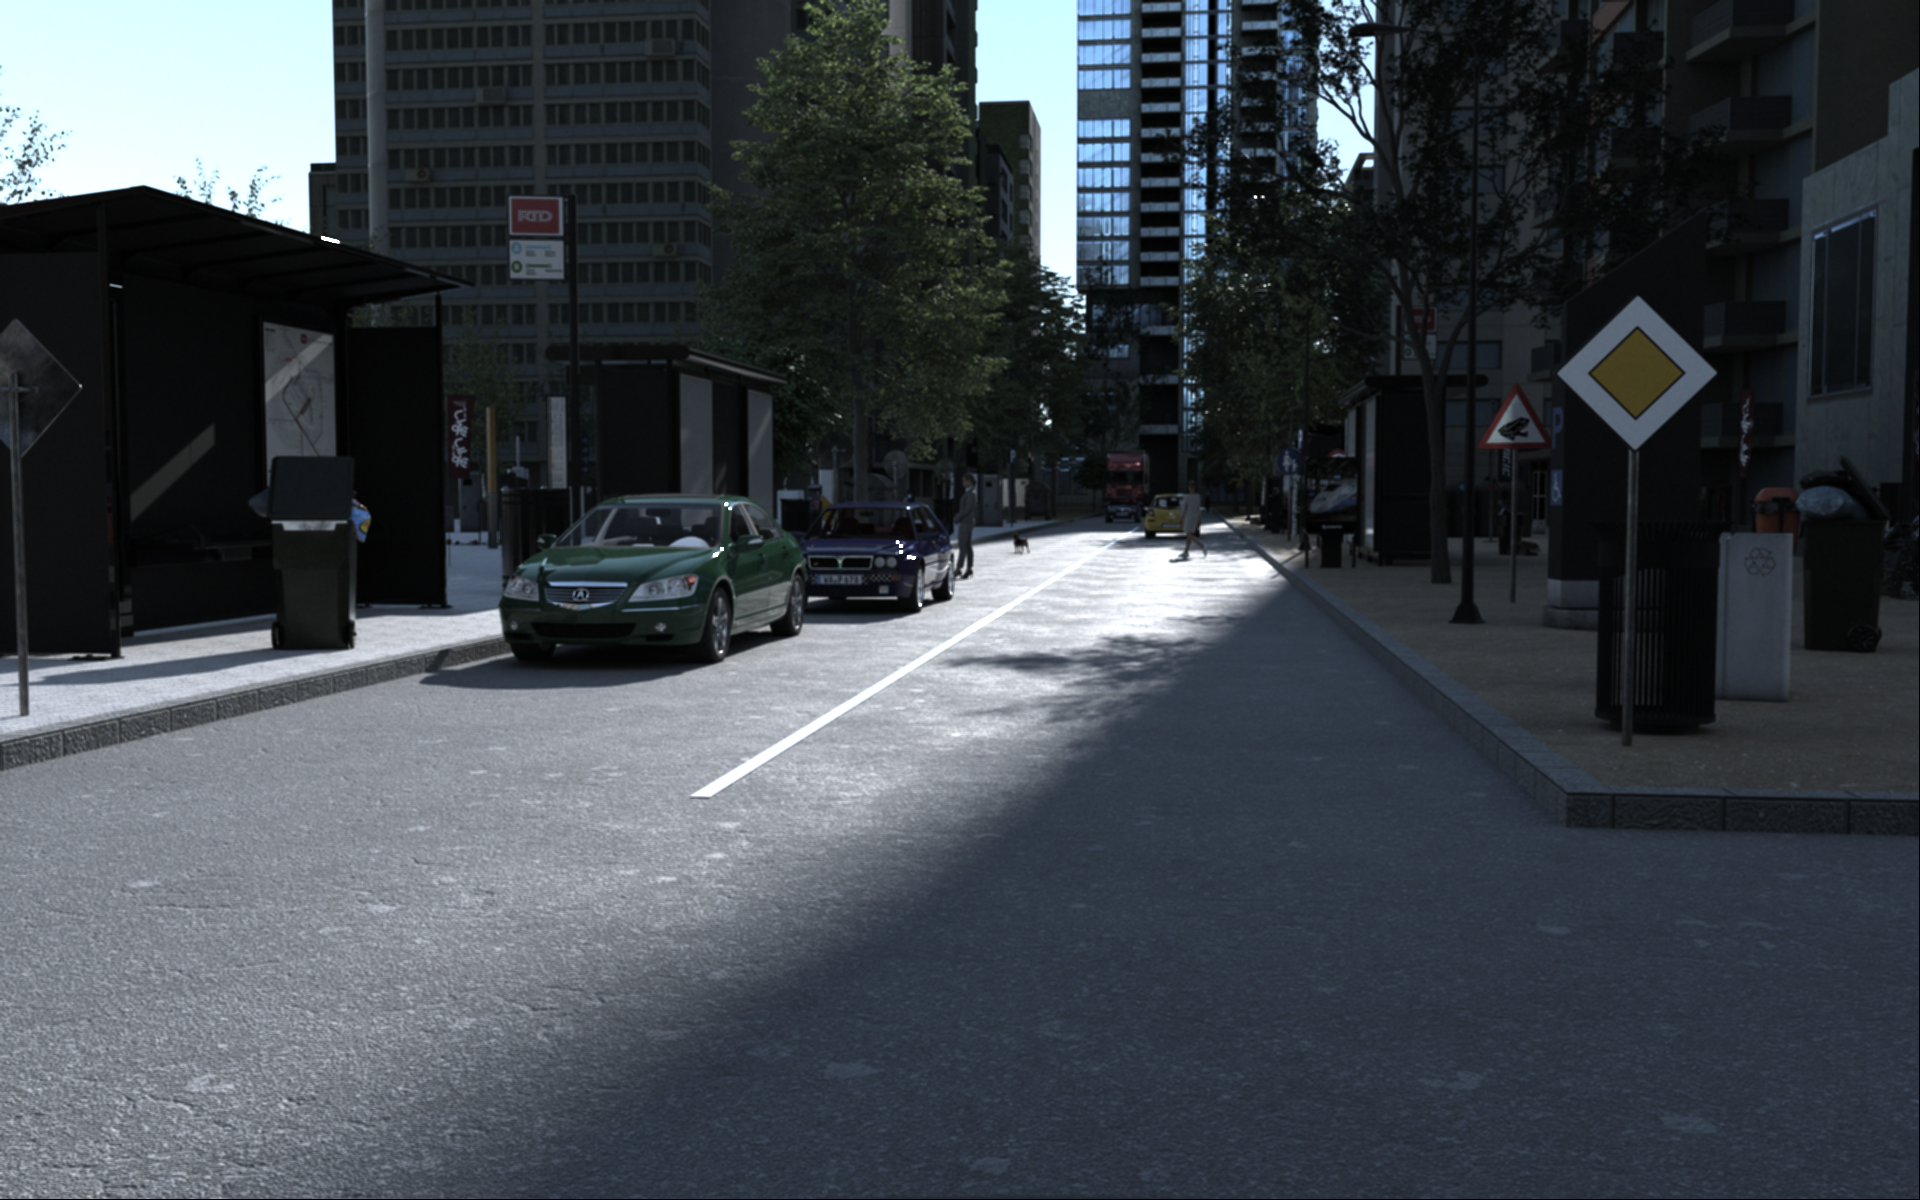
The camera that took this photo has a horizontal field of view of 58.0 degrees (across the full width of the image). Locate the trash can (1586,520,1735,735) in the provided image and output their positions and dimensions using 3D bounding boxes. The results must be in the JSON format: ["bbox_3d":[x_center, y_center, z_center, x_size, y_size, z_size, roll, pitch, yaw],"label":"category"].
[{"bbox_3d":[3.789,0.137,9.420,0.748,1.137,0.748,0,3,0],"label":"trash can"}]

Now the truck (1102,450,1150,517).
[{"bbox_3d":[10.881,-7.545,112.274,2.839,4.237,11.283,0,4,8],"label":"truck"}]

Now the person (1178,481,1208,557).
[{"bbox_3d":[5.286,-1.834,39.236,0.760,1.731,0.466,2,4,29],"label":"person"}]

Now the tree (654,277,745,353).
[{"bbox_3d":[-8.450,-6.550,57.449,4.737,8.622,4.395,0,3,0],"label":"tree"}]

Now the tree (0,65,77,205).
[{"bbox_3d":[-16.733,-4.801,28.856,4.360,8.622,3.978,0,3,0],"label":"tree"}]

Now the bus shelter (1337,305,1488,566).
[{"bbox_3d":[8.769,-3.488,34.654,2.179,5.291,8.768,0,4,8],"label":"bus shelter"}]

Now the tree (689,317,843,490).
[{"bbox_3d":[-3.873,-2.961,32.129,4.285,4.588,4.351,0,3,0],"label":"tree"}]

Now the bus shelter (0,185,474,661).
[{"bbox_3d":[-6.646,-1.536,16.402,1.731,3.624,6.357,0,4,8],"label":"bus shelter"}]

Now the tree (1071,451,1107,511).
[{"bbox_3d":[10.009,-8.849,128.398,4.285,4.588,4.351,0,3,0],"label":"tree"}]

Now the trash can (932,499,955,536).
[{"bbox_3d":[-0.505,-2.568,53.648,0.748,1.137,0.748,0,3,0],"label":"trash can"}]

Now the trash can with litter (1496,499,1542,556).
[{"bbox_3d":[11.799,-1.533,36.457,0.624,1.170,1.055,-2,4,-28],"label":"trash can with litter"}]

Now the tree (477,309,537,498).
[{"bbox_3d":[-18.369,-7.120,66.778,4.737,8.622,4.395,0,3,0],"label":"tree"}]

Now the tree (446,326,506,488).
[{"bbox_3d":[-21.825,-7.621,74.961,4.360,8.622,3.978,0,3,0],"label":"tree"}]

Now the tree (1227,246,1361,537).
[{"bbox_3d":[10.105,-6.232,52.262,4.737,8.622,4.395,0,3,0],"label":"tree"}]

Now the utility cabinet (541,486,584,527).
[{"bbox_3d":[-11.334,-2.490,49.387,1.173,1.500,0.318,-2,4,-26],"label":"utility cabinet"}]

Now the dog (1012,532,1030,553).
[{"bbox_3d":[1.473,-1.394,42.077,0.540,0.507,0.406,1,4,16],"label":"dog"}]

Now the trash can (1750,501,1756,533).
[{"bbox_3d":[17.464,-1.578,37.462,0.748,1.137,0.748,0,3,0],"label":"trash can"}]

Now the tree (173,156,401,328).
[{"bbox_3d":[-15.911,-5.401,38.675,4.737,8.622,4.395,0,3,0],"label":"tree"}]

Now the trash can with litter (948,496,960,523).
[{"bbox_3d":[-0.286,-3.981,76.145,1.678,1.210,2.233,-2,4,-30],"label":"trash can with litter"}]

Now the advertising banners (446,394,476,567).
[{"bbox_3d":[-9.435,-2.079,30.186,2.074,3.025,0.090,-2,4,-33],"label":"advertising banners"}]

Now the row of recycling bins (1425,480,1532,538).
[{"bbox_3d":[15.240,-2.712,51.449,3.534,1.692,1.069,-1,4,-11],"label":"row of recycling bins"}]

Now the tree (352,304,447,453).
[{"bbox_3d":[-19.991,-6.516,56.905,4.360,8.622,3.978,0,3,0],"label":"tree"}]

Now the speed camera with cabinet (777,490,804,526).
[{"bbox_3d":[-7.412,-4.673,70.740,2.038,3.252,0.660,1,4,15],"label":"speed camera with cabinet"}]

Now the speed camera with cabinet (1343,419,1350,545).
[{"bbox_3d":[10.223,-3.081,44.714,0.660,3.252,2.038,0,4,8],"label":"speed camera with cabinet"}]

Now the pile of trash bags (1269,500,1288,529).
[{"bbox_3d":[12.551,-3.330,64.198,1.912,1.369,3.447,1,4,20],"label":"pile of trash bags"}]

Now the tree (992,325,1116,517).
[{"bbox_3d":[4.911,-9.858,95.585,7.601,10.594,8.767,-3,4,-38],"label":"tree"}]

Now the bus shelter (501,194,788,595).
[{"bbox_3d":[-4.632,-2.948,25.833,2.179,5.291,8.768,0,4,8],"label":"bus shelter"}]

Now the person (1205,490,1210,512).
[{"bbox_3d":[19.249,-7.703,135.178,0.721,1.736,1.217,1,4,11],"label":"person"}]

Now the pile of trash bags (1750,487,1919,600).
[{"bbox_3d":[11.751,-0.728,21.658,3.447,1.369,1.912,1,4,15],"label":"pile of trash bags"}]

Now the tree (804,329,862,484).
[{"bbox_3d":[-6.245,-7.689,76.084,4.737,8.622,4.395,0,3,0],"label":"tree"}]

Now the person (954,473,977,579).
[{"bbox_3d":[0.019,-1.267,29.491,0.573,1.790,0.520,-1,4,-14],"label":"person"}]

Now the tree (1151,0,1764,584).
[{"bbox_3d":[6.984,-5.536,24.923,8.767,10.594,7.601,0,4,7],"label":"tree"}]

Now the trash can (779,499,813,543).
[{"bbox_3d":[-3.800,-1.753,40.309,0.748,1.137,0.748,0,3,0],"label":"trash can"}]

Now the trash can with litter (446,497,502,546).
[{"bbox_3d":[-12.275,-2.005,43.847,2.233,1.210,1.678,0,4,0],"label":"trash can with litter"}]

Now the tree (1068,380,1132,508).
[{"bbox_3d":[13.151,-14.107,156.410,9.928,11.665,9.643,0,3,0],"label":"tree"}]

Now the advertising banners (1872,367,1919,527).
[{"bbox_3d":[12.740,-1.684,23.714,2.074,3.025,0.090,-2,4,-31],"label":"advertising banners"}]

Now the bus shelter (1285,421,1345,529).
[{"bbox_3d":[11.981,-4.111,58.496,1.731,3.624,6.357,0,4,8],"label":"bus shelter"}]

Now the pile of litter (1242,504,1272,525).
[{"bbox_3d":[12.704,-3.609,72.978,1.719,0.858,1.176,0,4,7],"label":"pile of litter"}]

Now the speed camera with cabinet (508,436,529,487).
[{"bbox_3d":[-14.504,-3.995,59.656,2.038,3.252,0.660,-1,4,-19],"label":"speed camera with cabinet"}]

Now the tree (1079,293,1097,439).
[{"bbox_3d":[2.584,-9.704,76.794,7.486,12.596,7.792,0,3,0],"label":"tree"}]

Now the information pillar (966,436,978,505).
[{"bbox_3d":[0.485,-4.796,69.766,0.504,3.616,0.183,-1,4,-8],"label":"information pillar"}]

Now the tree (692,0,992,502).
[{"bbox_3d":[-2.689,-7.469,40.246,7.486,12.596,7.792,0,3,0],"label":"tree"}]

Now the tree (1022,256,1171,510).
[{"bbox_3d":[10.849,-17.411,140.555,12.611,20.169,13.585,0,3,0],"label":"tree"}]

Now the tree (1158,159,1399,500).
[{"bbox_3d":[12.597,-9.862,67.896,9.857,13.997,8.962,0,3,0],"label":"tree"}]

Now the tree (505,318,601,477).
[{"bbox_3d":[-16.063,-7.512,73.182,4.360,8.622,3.978,0,3,0],"label":"tree"}]

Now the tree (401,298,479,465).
[{"bbox_3d":[-16.285,-5.909,46.976,4.737,8.622,4.395,0,3,0],"label":"tree"}]

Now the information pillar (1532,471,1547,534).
[{"bbox_3d":[18.631,-3.131,55.688,0.304,2.012,0.304,-1,4,-13],"label":"information pillar"}]

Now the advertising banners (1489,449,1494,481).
[{"bbox_3d":[16.800,-3.630,55.540,0.090,3.025,2.074,3,4,36],"label":"advertising banners"}]

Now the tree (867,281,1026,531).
[{"bbox_3d":[-0.103,-6.678,59.553,4.737,8.622,4.395,0,3,0],"label":"tree"}]

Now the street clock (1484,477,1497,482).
[{"bbox_3d":[21.871,-4.094,71.503,0.471,2.002,0.358,2,4,31],"label":"street clock"}]

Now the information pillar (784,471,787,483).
[{"bbox_3d":[-8.495,-5.686,84.321,0.183,3.616,0.504,-1,4,-13],"label":"information pillar"}]

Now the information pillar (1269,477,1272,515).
[{"bbox_3d":[13.454,-4.310,74.961,0.304,2.012,0.304,0,4,0],"label":"information pillar"}]

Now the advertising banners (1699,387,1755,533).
[{"bbox_3d":[13.021,-2.038,29.515,0.090,3.025,2.074,0,4,0],"label":"advertising banners"}]

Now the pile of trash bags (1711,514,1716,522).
[{"bbox_3d":[14.188,-1.496,34.219,1.912,1.369,3.447,2,4,32],"label":"pile of trash bags"}]

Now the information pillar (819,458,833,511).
[{"bbox_3d":[-4.525,-4.112,58.579,0.504,3.616,0.183,-2,4,-33],"label":"information pillar"}]
